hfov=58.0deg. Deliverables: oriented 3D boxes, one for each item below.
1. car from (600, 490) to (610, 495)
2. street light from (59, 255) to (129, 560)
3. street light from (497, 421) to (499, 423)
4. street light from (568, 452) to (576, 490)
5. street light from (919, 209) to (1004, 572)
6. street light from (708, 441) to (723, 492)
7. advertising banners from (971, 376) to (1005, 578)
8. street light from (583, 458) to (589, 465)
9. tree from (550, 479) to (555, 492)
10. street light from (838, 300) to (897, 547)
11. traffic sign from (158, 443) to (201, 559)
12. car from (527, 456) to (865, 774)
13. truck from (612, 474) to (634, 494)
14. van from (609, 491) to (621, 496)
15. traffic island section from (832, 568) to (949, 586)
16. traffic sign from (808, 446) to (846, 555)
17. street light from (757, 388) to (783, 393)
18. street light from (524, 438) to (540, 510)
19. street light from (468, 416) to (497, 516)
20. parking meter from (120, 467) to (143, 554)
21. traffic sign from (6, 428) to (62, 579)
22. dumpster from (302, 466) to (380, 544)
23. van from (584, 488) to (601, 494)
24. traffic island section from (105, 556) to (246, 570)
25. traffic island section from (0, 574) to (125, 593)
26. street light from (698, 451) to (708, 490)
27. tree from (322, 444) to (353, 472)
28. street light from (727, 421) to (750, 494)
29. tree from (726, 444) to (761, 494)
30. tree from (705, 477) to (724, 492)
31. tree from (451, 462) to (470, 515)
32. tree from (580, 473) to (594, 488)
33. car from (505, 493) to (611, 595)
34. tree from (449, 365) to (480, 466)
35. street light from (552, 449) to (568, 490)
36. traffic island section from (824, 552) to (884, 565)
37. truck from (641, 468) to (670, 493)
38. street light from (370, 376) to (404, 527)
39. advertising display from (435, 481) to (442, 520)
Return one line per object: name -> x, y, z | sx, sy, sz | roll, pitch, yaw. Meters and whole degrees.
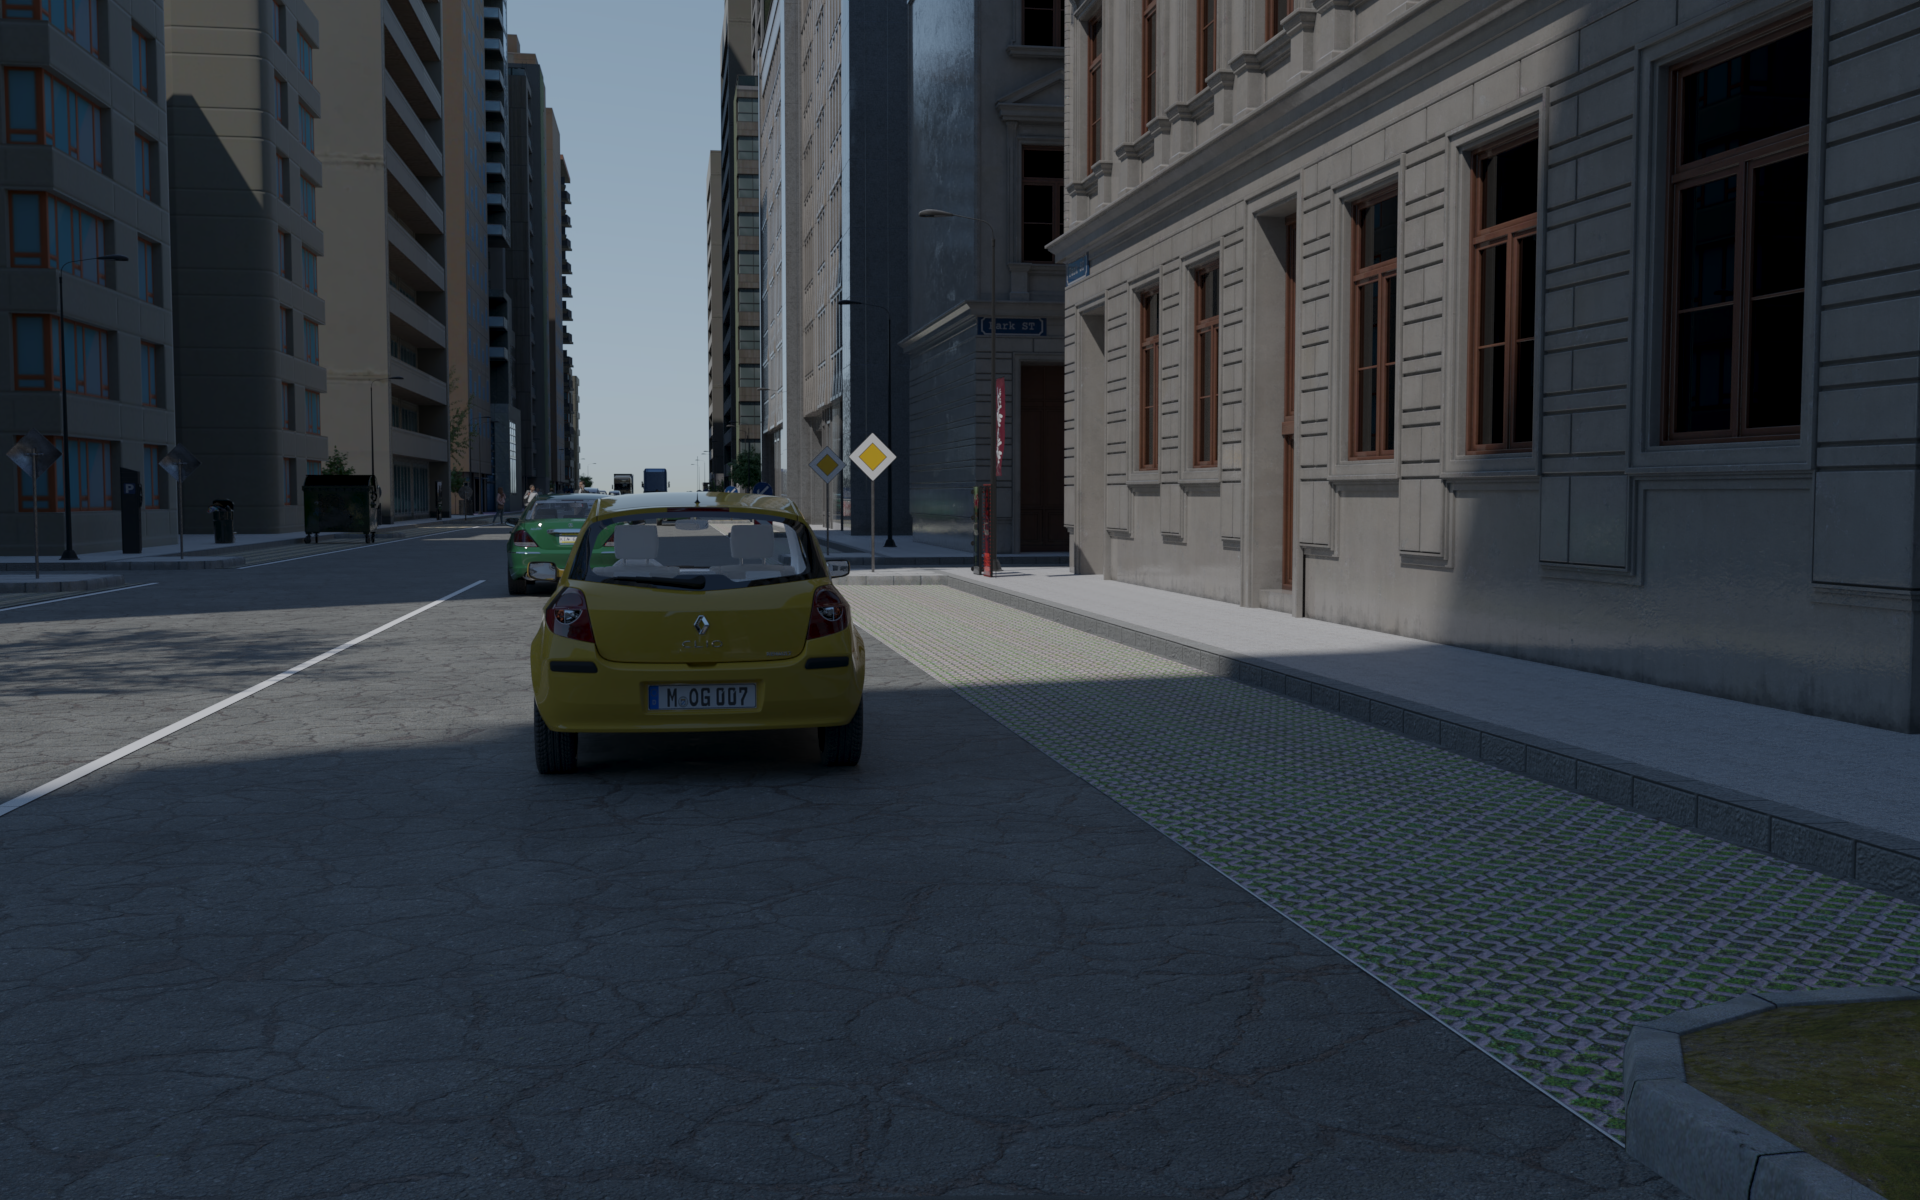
car -> -34.870, -9.688, 167.065 | 2.281, 1.827, 5.304 | -1, 4, -11
street light -> -16.819, -3.738, 33.654 | 1.470, 5.913, 1.316 | -1, 4, -10
street light -> -29.817, -8.382, 109.581 | 1.470, 5.913, 1.316 | -1, 4, -10
street light -> -43.520, -13.369, 191.116 | 1.470, 5.913, 1.316 | -1, 4, -10
street light -> 0.018, -3.424, 28.527 | 1.470, 5.913, 1.316 | -1, 4, -10
street light -> -20.960, -10.912, 150.945 | 1.470, 5.913, 1.316 | -1, 4, -10
advertising banners -> 0.433, -1.869, 26.749 | 0.090, 3.025, 2.074 | -1, 4, -12
street light -> -49.589, -15.501, 225.974 | 1.470, 5.913, 1.316 | -1, 4, -10
tree -> -43.624, -11.536, 183.214 | 1.663, 3.219, 1.824 | 0, 3, 0
street light -> -2.227, -4.225, 41.624 | 1.470, 5.913, 1.316 | -1, 4, -10
traffic sign -> -15.337, -1.862, 34.088 | 0.795, 2.450, 0.064 | -1, 4, -10
car -> -1.601, -0.011, 10.400 | 2.015, 1.641, 3.980 | -1, 4, -10
truck -> -46.474, -15.310, 239.231 | 2.839, 4.237, 11.283 | -1, 4, -9
van -> -42.519, -12.599, 212.999 | 2.013, 2.044, 4.112 | -1, 4, -8
traffic island section -> -1.407, -0.375, 28.411 | 2.009, 0.180, 2.903 | -1, 4, -10
traffic sign -> -2.770, -1.991, 36.202 | 0.795, 2.450, 0.064 | -1, 4, -10
street light -> -8.182, -6.324, 75.946 | 1.470, 5.913, 1.316 | -1, 4, -10
street light -> -35.561, -10.483, 143.938 | 1.470, 5.913, 1.316 | -1, 4, -10
street light -> -28.591, -7.988, 103.139 | 1.470, 5.913, 1.316 | -1, 4, -10
parking meter -> -17.815, -1.930, 37.263 | 0.399, 1.863, 0.255 | -1, 4, -15
traffic sign -> -13.996, -1.381, 26.216 | 0.795, 2.450, 0.064 | -1, 4, -10
dumpster -> -17.887, -2.758, 50.038 | 1.985, 2.255, 1.502 | -1, 4, -8
van -> -24.089, -6.448, 112.435 | 2.013, 2.044, 4.112 | -1, 4, -10
traffic island section -> -15.359, -0.726, 34.146 | 2.009, 0.180, 2.903 | -1, 4, -10
traffic island section -> -14.017, -0.244, 26.274 | 2.009, 0.180, 2.903 | -1, 4, -10
street light -> -28.829, -13.785, 197.926 | 1.470, 5.913, 1.316 | -1, 4, -10
tree -> -24.539, -4.481, 67.867 | 1.663, 3.219, 1.824 | 0, 3, 0
street light -> -13.961, -8.416, 110.144 | 1.470, 5.913, 1.316 | -1, 4, -10
tree -> -13.580, -7.936, 113.462 | 4.285, 4.588, 4.351 | 0, 3, 0
tree -> -28.462, -12.556, 199.891 | 1.663, 3.219, 1.824 | 0, 3, 0
tree -> -31.057, -6.834, 106.342 | 1.663, 3.219, 1.824 | 0, 3, 0
tree -> -57.549, -17.172, 264.471 | 4.285, 4.588, 4.351 | 0, 3, 0
car -> -5.835, -0.884, 26.253 | 2.131, 1.459, 4.920 | -1, 4, -11
tree -> -29.127, -8.951, 96.719 | 4.737, 8.622, 4.395 | 0, 3, 0
street light -> -41.384, -12.574, 178.128 | 1.470, 5.913, 1.316 | -1, 4, -10
traffic island section -> -2.748, -0.856, 36.283 | 2.009, 0.180, 2.903 | -1, 4, -10
truck -> -30.720, -11.300, 174.509 | 2.967, 4.110, 18.799 | -1, 4, -10
street light -> -22.639, -5.863, 68.407 | 1.470, 5.913, 1.316 | -1, 4, -10
advertising display -> -25.482, -4.860, 84.671 | 0.123, 1.923, 0.974 | 0, 4, -4
